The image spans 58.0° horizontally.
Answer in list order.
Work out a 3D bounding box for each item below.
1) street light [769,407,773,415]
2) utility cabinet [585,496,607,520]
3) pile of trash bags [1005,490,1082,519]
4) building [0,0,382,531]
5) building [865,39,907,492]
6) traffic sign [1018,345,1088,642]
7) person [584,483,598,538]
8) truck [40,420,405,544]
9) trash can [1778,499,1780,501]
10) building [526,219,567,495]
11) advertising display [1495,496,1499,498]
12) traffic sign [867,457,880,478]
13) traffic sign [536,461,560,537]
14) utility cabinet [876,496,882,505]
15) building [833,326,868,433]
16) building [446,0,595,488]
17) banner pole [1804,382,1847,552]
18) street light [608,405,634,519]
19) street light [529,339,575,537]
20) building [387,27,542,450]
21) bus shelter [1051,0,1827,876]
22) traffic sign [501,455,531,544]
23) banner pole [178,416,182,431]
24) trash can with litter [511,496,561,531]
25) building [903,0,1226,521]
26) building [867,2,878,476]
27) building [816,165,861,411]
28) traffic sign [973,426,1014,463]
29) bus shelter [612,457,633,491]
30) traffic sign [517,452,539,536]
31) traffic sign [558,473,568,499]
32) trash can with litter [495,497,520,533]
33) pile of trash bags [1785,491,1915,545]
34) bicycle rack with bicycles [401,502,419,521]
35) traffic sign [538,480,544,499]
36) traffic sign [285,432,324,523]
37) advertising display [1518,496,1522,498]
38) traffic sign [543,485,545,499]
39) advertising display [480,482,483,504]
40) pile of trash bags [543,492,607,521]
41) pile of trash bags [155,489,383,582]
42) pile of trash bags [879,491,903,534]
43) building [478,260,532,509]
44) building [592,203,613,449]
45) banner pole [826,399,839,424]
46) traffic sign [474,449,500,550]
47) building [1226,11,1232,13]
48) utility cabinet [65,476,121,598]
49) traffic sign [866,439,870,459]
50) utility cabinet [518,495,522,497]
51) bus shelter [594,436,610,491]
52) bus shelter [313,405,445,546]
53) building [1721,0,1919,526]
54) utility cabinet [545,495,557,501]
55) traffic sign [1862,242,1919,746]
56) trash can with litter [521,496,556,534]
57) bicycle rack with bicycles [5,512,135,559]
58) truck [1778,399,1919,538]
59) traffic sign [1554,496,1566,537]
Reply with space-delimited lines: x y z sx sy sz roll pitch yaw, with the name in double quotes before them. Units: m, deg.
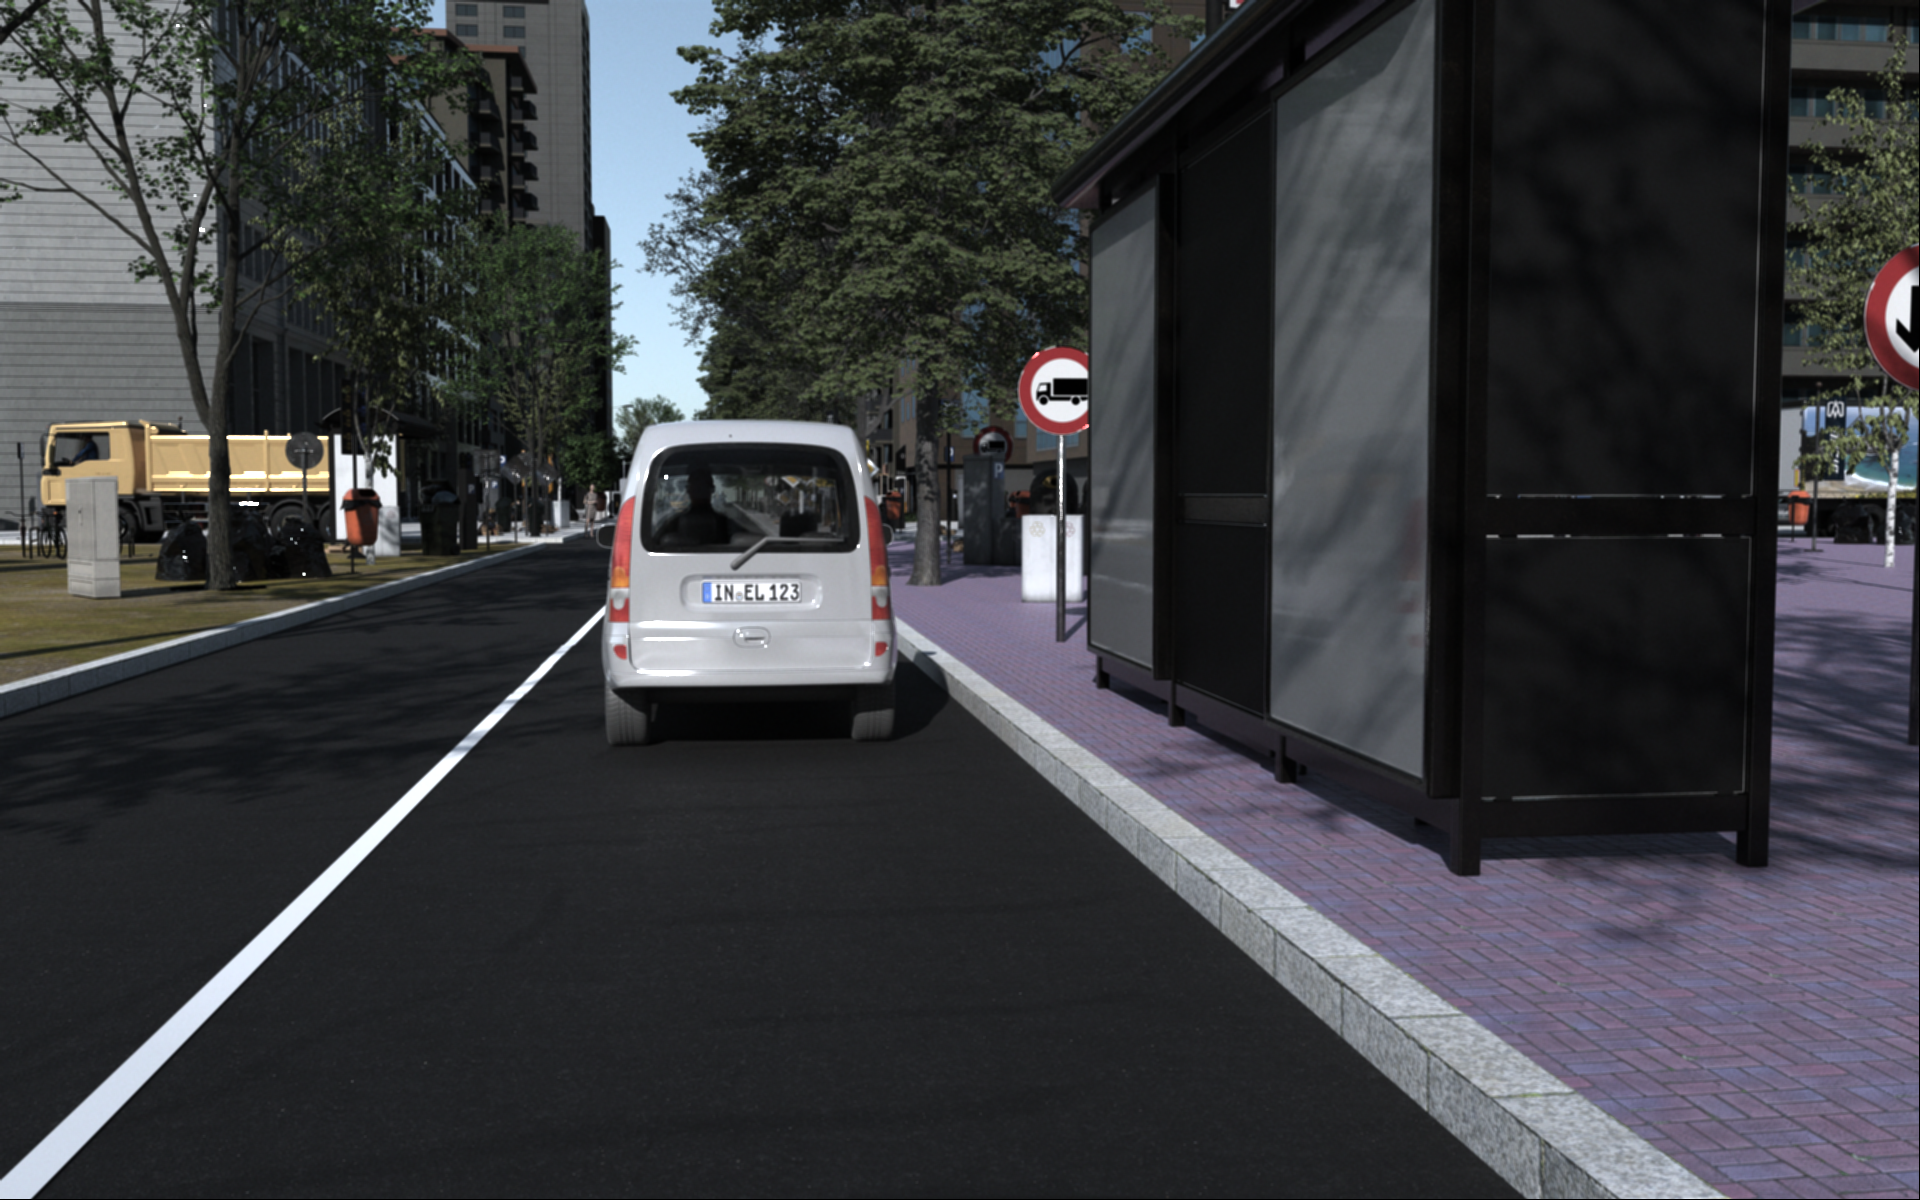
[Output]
"street light" -10.201 -7.150 89.441 1.470 5.913 1.316 0 4 -8
"utility cabinet" -18.038 -4.568 85.850 1.020 1.237 0.306 0 4 1
"pile of trash bags" 2.974 -2.882 56.875 3.447 1.369 1.912 3 5 41
"building" -33.490 -18.164 74.470 11.434 29.767 29.804 0 4 -8
"building" 2.574 -30.858 159.155 22.147 44.769 28.867 0 4 -8
"traffic sign" 0.876 -0.908 14.957 0.768 2.556 0.104 0 4 -3
"person" -12.003 -2.909 56.401 0.374 1.781 0.599 3 5 44
"truck" -20.263 -3.114 46.843 9.791 3.379 3.469 0 4 -8
"trash can" 22.298 -2.223 47.999 0.748 1.137 0.748 0 3 0
"building" -65.500 -32.778 227.794 32.217 40.220 23.993 0 4 -8
"advertising display" 30.123 -5.548 95.919 0.974 1.923 0.123 2 4 28
"traffic sign" -2.851 -3.170 53.014 0.795 2.450 0.064 0 4 -2
"traffic sign" -12.445 -2.967 52.146 0.795 2.450 0.064 0 4 -8
"utility cabinet" -3.268 -3.077 61.476 1.020 1.237 0.306 0 4 1
"building" -10.238 -28.102 231.175 14.160 30.474 14.107 0 4 -8
"building" -61.596 -49.661 250.216 20.563 71.187 20.611 0 4 -8
"banner pole" 19.384 -2.979 38.730 0.863 3.779 0.401 0 4 2
"street light" -17.672 -7.197 90.219 1.470 5.913 1.316 0 4 -8
"street light" -12.239 -4.859 51.991 1.470 5.913 1.316 0 4 -8
"building" -52.314 -31.276 165.979 22.147 44.769 28.867 0 4 -8
"bus shelter" 1.883 -1.978 9.980 2.179 5.291 8.768 0 4 -8
"traffic sign" -11.351 -2.483 44.236 0.795 2.450 0.064 0 4 -8
"banner pole" -25.049 -4.015 55.668 0.401 3.779 0.863 -1 4 -17
"trash can with litter" -14.913 -3.018 60.394 2.233 1.210 1.678 0 4 -7
"building" 4.443 -26.860 89.272 14.600 45.320 14.200 0 4 -8
"building" -0.907 -45.538 182.796 20.563 71.187 20.611 0 4 -8
"building" -9.607 -38.271 249.431 21.300 48.544 21.600 0 4 -8
"traffic sign" 0.617 -1.980 32.474 0.768 2.556 0.104 0 4 -1
"bus shelter" -21.025 -7.254 109.887 1.731 3.624 6.357 0 4 -8
"traffic sign" -13.217 -3.221 52.767 0.768 2.556 0.104 0 4 -5
"traffic sign" -22.542 -6.017 98.486 0.768 2.556 0.104 0 4 2
"trash can with litter" -15.156 -2.813 57.383 0.624 1.170 1.055 0 4 7
"pile of trash bags" 23.227 -2.165 45.145 1.912 1.369 3.447 -3 4 -37
"bicycle rack with bicycles" -25.334 -4.242 82.743 2.925 0.926 2.852 -3 5 -41
"traffic sign" -20.468 -5.120 84.901 0.795 2.450 0.064 0 4 -4
"traffic sign" -13.388 -2.158 35.394 0.768 2.556 0.104 0 4 -2
"advertising display" 24.764 -4.420 77.484 0.123 1.923 0.974 -2 4 -25
"traffic sign" -21.686 -5.523 90.300 0.884 2.594 0.081 0 3 0
"advertising display" -26.096 -5.504 95.205 0.123 1.923 0.974 1 4 14
"pile of trash bags" -18.687 -4.488 83.130 3.447 1.369 1.912 -1 4 -8
"pile of trash bags" -10.453 -1.040 26.758 1.912 1.369 3.447 2 4 34
"pile of trash bags" -2.849 -2.899 57.148 1.912 1.369 3.447 -2 4 -31
"building" -49.796 -17.914 137.933 27.650 21.520 28.899 0 4 -8
"building" -61.629 -37.881 269.472 14.600 45.320 14.200 0 4 -8
"banner pole" -3.348 -3.407 45.721 0.401 3.779 0.863 -2 4 -29
"traffic sign" -10.766 -2.283 39.460 0.606 2.300 0.079 0 4 1
"building" 10.964 -25.807 72.049 14.200 45.320 14.600 0 4 -8
"utility cabinet" -10.794 -0.786 21.524 0.318 1.500 1.173 -3 5 -41
"traffic sign" -4.444 -4.282 63.876 2.265 3.308 0.079 0 4 -2
"utility cabinet" -29.943 -6.568 118.548 0.306 1.237 1.020 0 4 6
"bus shelter" -24.462 -8.676 119.490 2.179 5.291 8.768 0 4 -8
"bus shelter" -13.790 -2.912 41.529 2.014 3.302 5.546 0 4 -8
"building" 39.872 -27.872 79.409 21.600 48.544 21.300 0 4 -8
"utility cabinet" -26.510 -6.196 112.473 0.306 1.237 1.020 2 4 35
"traffic sign" 4.894 -0.530 8.779 0.768 2.556 0.104 0 4 -4
"trash can with litter" -13.612 -2.755 56.436 1.055 1.170 0.624 2 4 29
"bicycle rack with bicycles" -17.919 -1.327 35.086 2.852 0.926 2.925 -1 4 -22
"truck" 30.257 -3.921 53.017 11.283 4.237 2.839 0 4 -7
"traffic sign" 4.297 -0.751 12.391 0.768 2.556 0.104 0 4 -6
